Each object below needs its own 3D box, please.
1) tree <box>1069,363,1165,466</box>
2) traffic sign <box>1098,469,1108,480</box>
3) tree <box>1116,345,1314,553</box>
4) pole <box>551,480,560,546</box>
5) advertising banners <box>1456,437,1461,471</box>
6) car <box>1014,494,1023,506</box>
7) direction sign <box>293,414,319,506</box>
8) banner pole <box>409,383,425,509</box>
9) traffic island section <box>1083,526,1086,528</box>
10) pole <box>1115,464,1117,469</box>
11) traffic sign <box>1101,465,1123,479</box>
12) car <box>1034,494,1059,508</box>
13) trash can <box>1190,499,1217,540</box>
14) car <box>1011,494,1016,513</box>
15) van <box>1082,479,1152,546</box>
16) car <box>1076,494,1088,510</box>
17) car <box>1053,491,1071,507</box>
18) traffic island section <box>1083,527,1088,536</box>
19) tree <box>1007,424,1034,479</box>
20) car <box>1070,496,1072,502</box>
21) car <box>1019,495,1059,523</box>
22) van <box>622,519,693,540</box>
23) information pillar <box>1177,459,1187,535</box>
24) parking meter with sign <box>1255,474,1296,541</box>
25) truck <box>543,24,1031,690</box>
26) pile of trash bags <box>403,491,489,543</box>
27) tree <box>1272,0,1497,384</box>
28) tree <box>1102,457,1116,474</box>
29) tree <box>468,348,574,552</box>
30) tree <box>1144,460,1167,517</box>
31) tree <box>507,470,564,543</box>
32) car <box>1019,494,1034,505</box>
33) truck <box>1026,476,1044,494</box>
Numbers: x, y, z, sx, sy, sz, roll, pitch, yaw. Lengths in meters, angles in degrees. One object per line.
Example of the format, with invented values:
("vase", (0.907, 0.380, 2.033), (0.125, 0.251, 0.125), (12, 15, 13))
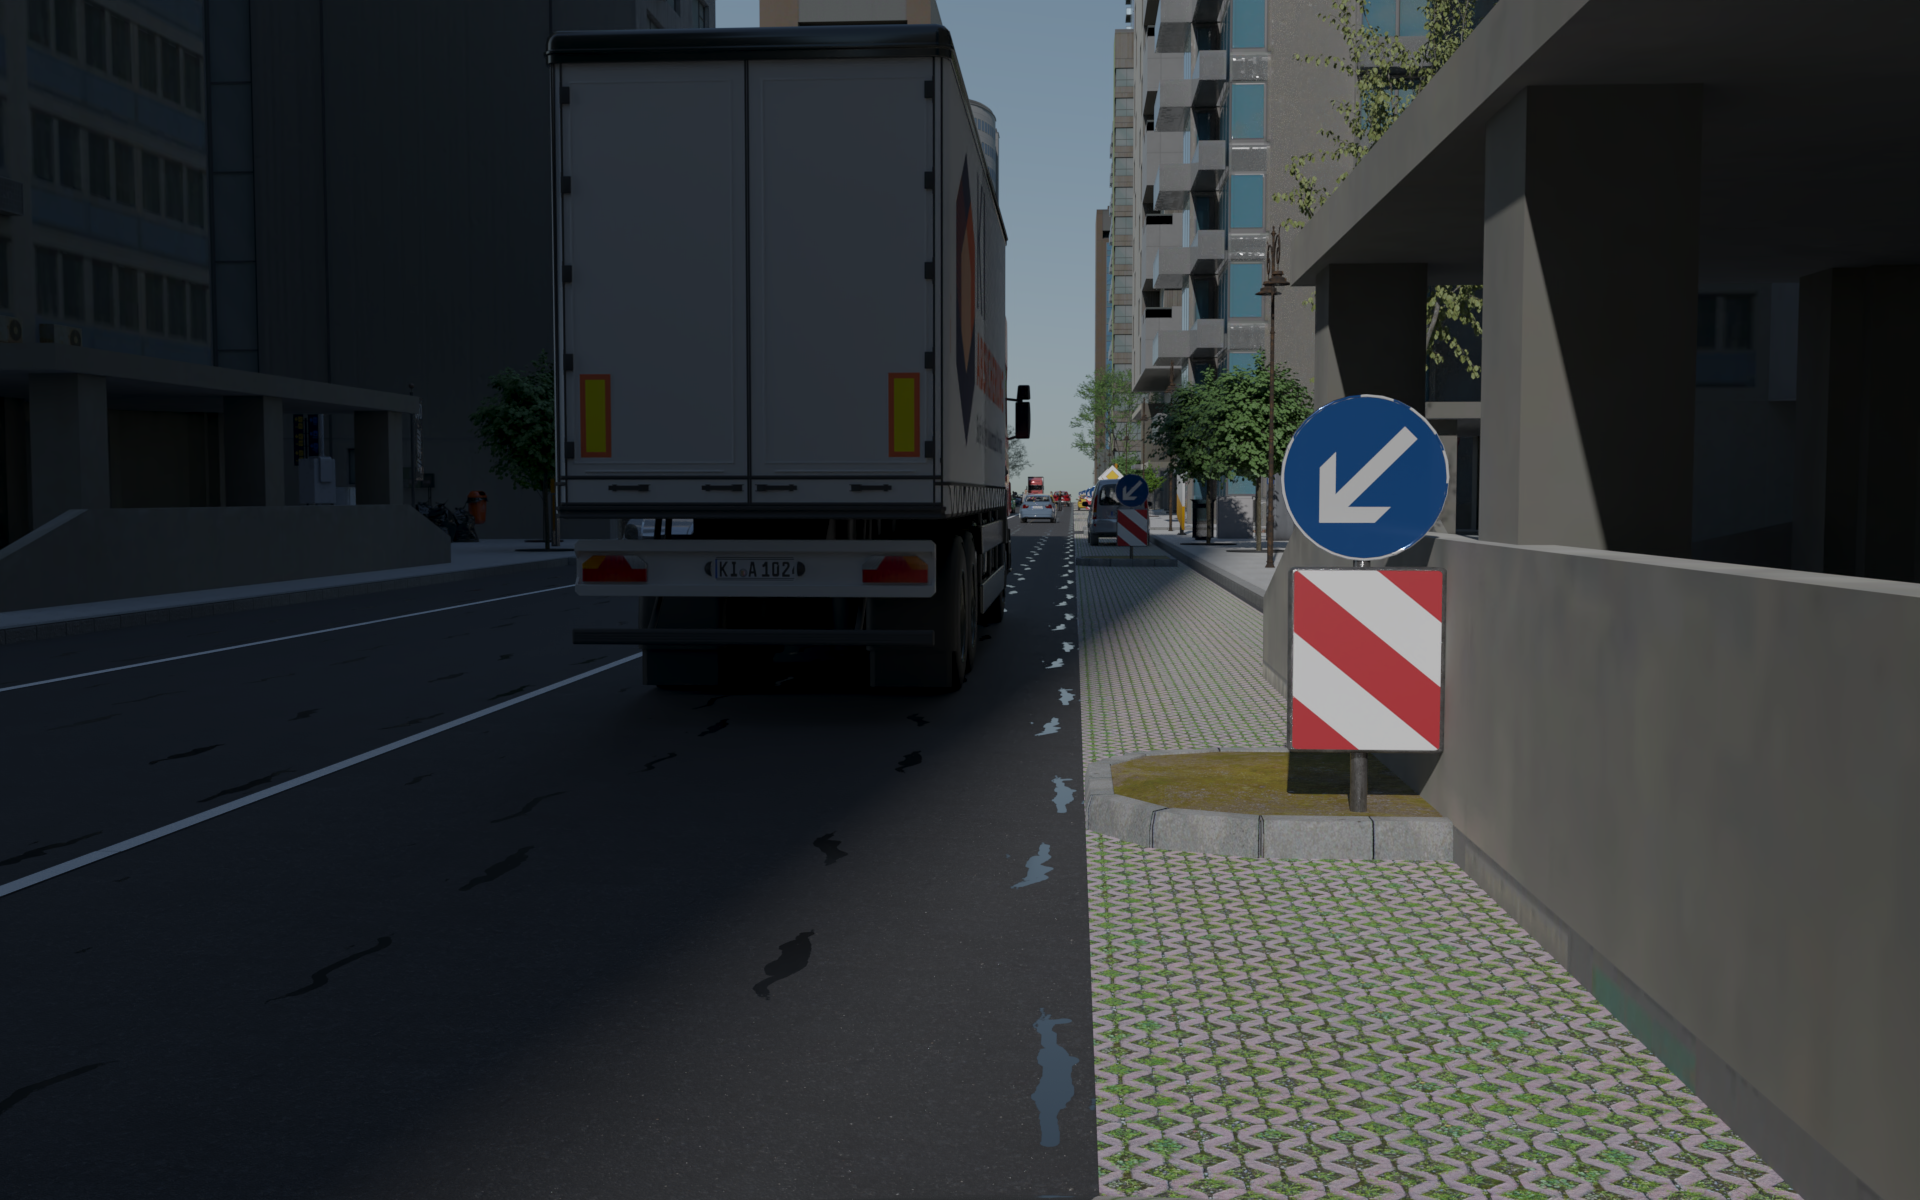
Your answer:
("tree", (12.364, -12.861, 136.026), (9.928, 11.665, 9.643), (0, 3, 0))
("traffic sign", (5.813, -3.945, 68.141), (0.795, 2.450, 0.064), (0, 4, 4))
("tree", (6.579, -3.345, 38.398), (4.285, 4.588, 4.351), (0, 3, 0))
("pole", (-9.918, -2.969, 42.389), (0.158, 3.312, 0.155), (0, 3, 0))
("advertising banners", (13.588, -3.338, 50.757), (2.074, 3.025, 0.090), (1, 4, 23))
("car", (7.369, -11.814, 205.152), (2.014, 1.417, 4.499), (0, 4, 4))
("direction sign", (-18.209, -3.443, 48.295), (0.379, 3.537, 0.876), (2, 4, 26))
("banner pole", (-12.368, -3.023, 39.444), (0.401, 3.779, 0.863), (0, 4, 4))
("traffic island section", (5.837, -2.810, 68.217), (2.009, 0.180, 2.903), (0, 4, 4))
("pole", (10.461, -7.486, 116.239), (0.158, 3.312, 0.155), (0, 3, 0))
("traffic sign", (5.292, -3.458, 60.173), (0.795, 2.450, 0.064), (0, 4, 4))
("car", (5.160, -5.971, 107.843), (2.015, 1.641, 3.980), (0, 4, 3))
("trash can", (6.781, -2.241, 48.301), (0.748, 1.137, 0.748), (0, 3, 0))
("car", (3.216, -7.393, 129.676), (1.959, 1.807, 4.718), (0, 4, 4))
("van", (4.467, -2.570, 49.027), (2.013, 2.044, 4.112), (0, 4, 3))
("car", (11.342, -8.818, 154.401), (2.015, 1.641, 3.980), (0, 4, 3))
("car", (11.516, -11.531, 197.203), (2.281, 1.827, 5.304), (0, 4, 4))
("traffic island section", (5.316, -2.322, 60.249), (2.009, 0.180, 2.903), (0, 4, 4))
("tree", (7.723, -23.896, 301.061), (12.009, 13.543, 11.850), (0, 3, 0))
("car", (18.079, -17.585, 296.561), (2.155, 1.783, 4.494), (0, 4, 3))
("car", (3.942, -4.587, 87.000), (2.014, 1.417, 4.499), (0, 4, 5))
("van", (-4.670, -1.421, 30.247), (2.013, 2.044, 4.112), (0, 4, 5))
("information pillar", (6.933, -3.848, 54.271), (0.183, 3.616, 0.504), (-1, 4, -14))
("parking meter with sign", (8.802, -3.131, 47.457), (1.738, 3.016, 0.543), (-2, 4, -27))
("truck", (-0.895, -1.659, 16.032), (2.839, 4.237, 11.283), (0, 4, 4))
("pile of trash bags", (-13.713, -2.236, 46.312), (1.912, 1.369, 3.447), (1, 4, 17))
("tree", (5.945, -4.425, 22.719), (4.737, 8.622, 4.395), (0, 3, 0))
("tree", (6.230, -3.675, 43.800), (4.285, 4.588, 4.351), (0, 3, 0))
("tree", (-9.372, -3.389, 39.123), (4.285, 4.588, 4.351), (0, 3, 0))
("tree", (10.607, -6.303, 97.658), (1.663, 3.219, 1.824), (0, 3, 0))
("tree", (-11.154, -3.163, 46.321), (1.663, 3.219, 1.824), (0, 3, 0))
("car", (7.836, -11.501, 197.085), (2.155, 1.783, 4.494), (0, 4, 3))
("truck", (12.151, -17.686, 278.075), (2.839, 4.237, 11.283), (0, 4, 4))
